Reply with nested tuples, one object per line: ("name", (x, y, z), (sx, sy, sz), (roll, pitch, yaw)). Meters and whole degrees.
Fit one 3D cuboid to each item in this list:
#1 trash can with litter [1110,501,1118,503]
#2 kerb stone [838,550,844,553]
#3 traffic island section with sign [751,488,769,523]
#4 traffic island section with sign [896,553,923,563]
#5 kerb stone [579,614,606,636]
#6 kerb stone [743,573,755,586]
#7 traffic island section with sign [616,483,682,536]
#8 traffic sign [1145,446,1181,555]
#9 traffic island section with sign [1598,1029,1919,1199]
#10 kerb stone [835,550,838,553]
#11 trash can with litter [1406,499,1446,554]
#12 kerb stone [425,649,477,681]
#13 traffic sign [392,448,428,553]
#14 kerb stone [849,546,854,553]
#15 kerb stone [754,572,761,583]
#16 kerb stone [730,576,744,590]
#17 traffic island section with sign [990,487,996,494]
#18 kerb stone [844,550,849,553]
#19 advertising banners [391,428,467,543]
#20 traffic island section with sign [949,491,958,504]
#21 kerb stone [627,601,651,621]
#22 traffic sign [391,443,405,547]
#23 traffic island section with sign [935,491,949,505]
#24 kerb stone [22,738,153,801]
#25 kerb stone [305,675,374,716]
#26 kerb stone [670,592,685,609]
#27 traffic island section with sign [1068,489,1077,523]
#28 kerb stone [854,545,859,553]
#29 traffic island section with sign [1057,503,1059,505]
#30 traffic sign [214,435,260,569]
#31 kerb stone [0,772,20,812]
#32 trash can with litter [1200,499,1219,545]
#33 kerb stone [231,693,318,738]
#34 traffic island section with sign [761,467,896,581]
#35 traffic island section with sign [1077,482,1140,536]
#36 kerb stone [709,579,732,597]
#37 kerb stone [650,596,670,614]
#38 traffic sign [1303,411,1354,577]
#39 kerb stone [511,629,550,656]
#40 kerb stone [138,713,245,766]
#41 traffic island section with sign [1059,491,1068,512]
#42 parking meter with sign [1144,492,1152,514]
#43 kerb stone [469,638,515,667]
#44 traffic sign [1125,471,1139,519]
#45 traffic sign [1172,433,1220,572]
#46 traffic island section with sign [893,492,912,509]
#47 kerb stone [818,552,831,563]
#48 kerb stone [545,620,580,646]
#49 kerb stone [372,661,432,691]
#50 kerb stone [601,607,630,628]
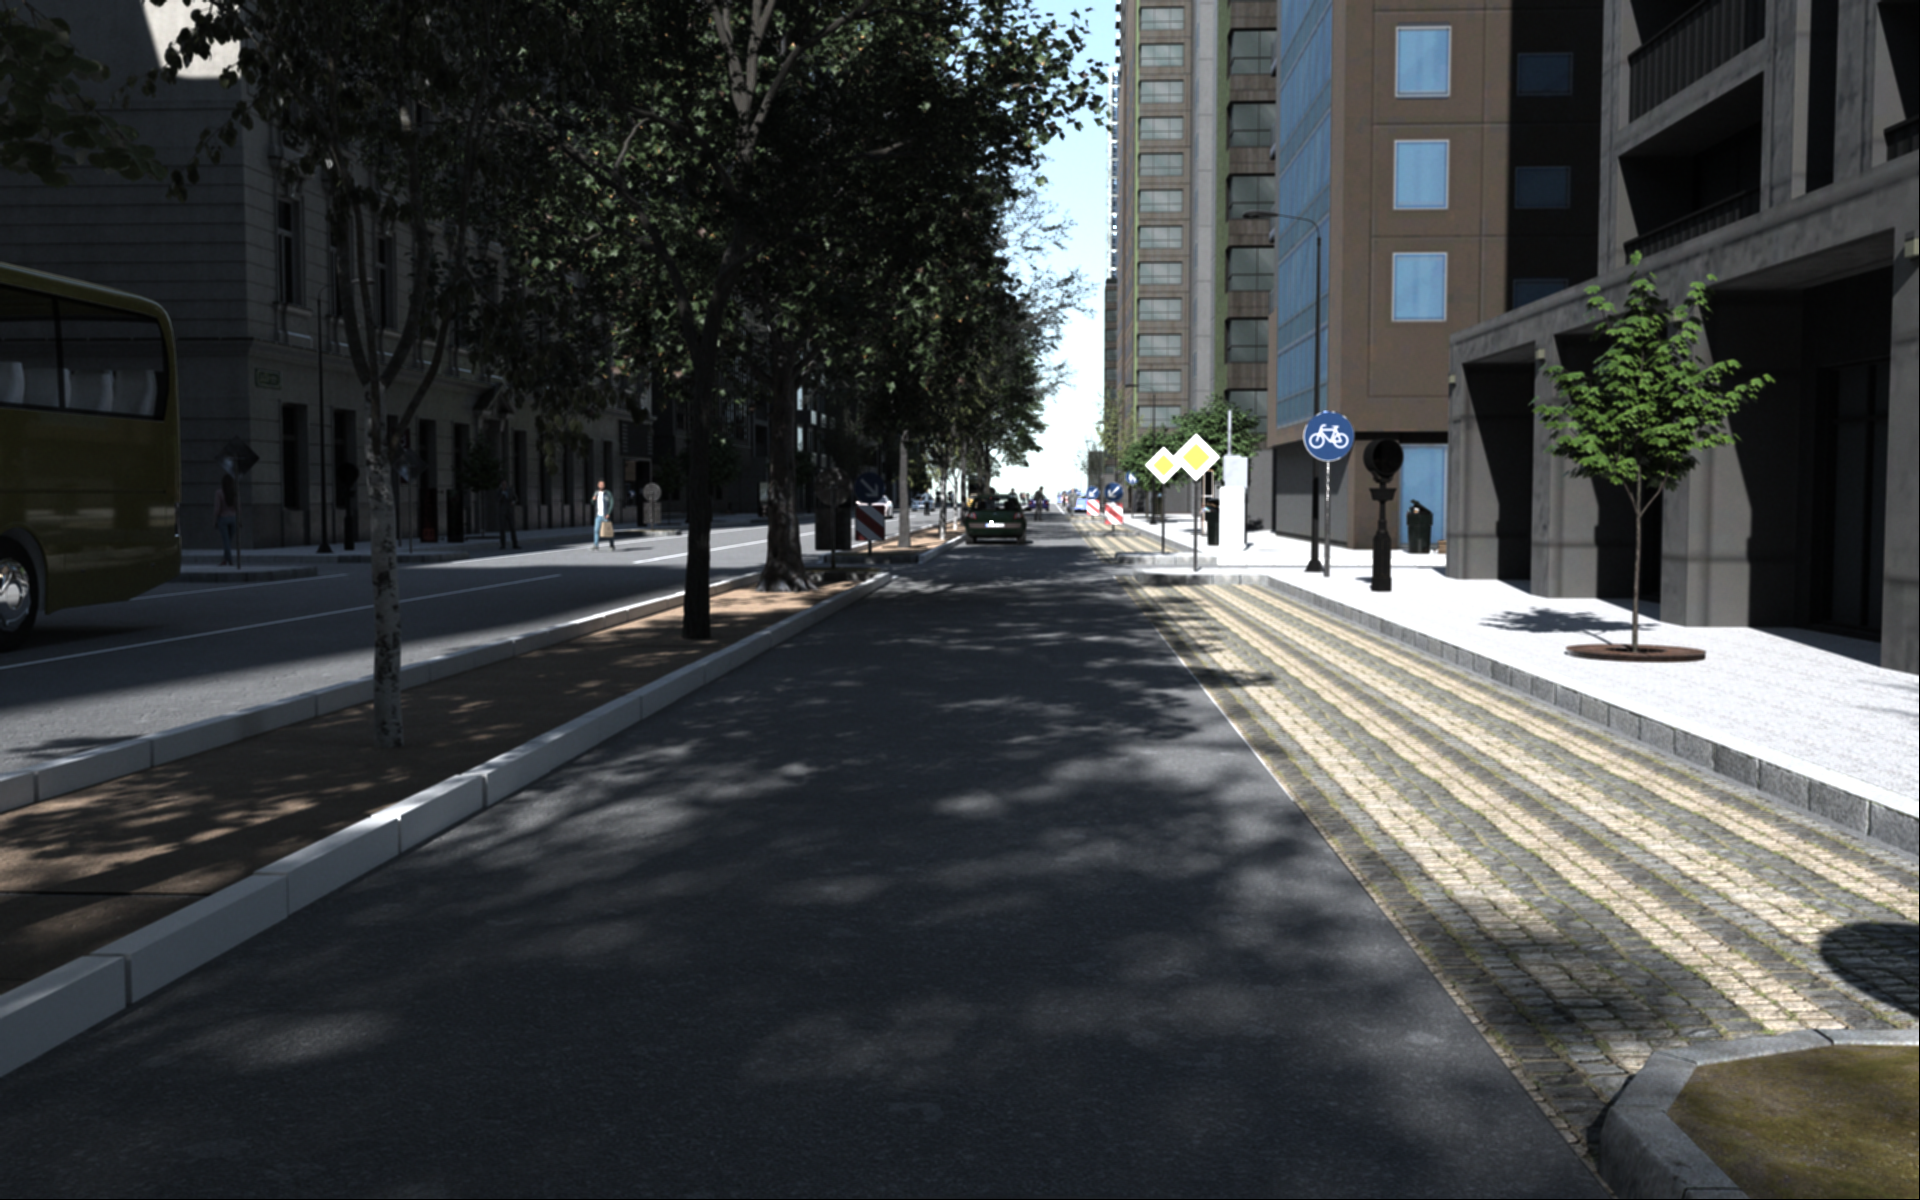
("trash can with litter", (9.883, -6.014, 109.710), (0.624, 1.170, 1.055), (-1, 4, -15))
("kerb stone", (-2.773, -1.011, 38.780), (0.120, 0.150, 1.000), (0, 4, 3))
("traffic island section with sign", (-9.396, -4.798, 87.080), (1.989, 1.847, 2.006), (0, 4, 3))
("traffic island section with sign", (-1.837, -1.743, 36.629), (2.006, 1.907, 1.989), (0, 4, 3))
("kerb stone", (-3.839, 0.274, 17.758), (0.120, 0.150, 1.000), (0, 4, 3))
("kerb stone", (-3.371, -0.293, 26.984), (0.120, 0.150, 1.000), (0, 4, 3))
("traffic island section with sign", (-10.760, -3.152, 60.159), (1.989, 1.847, 2.006), (0, 4, 3))
("traffic sign", (4.294, -2.015, 36.582), (0.795, 2.450, 0.064), (0, 4, 3))
("traffic island section with sign", (2.308, 0.338, 3.097), (1.989, 1.847, 2.006), (0, 4, 3))
("kerb stone", (-2.832, -0.951, 37.754), (0.120, 0.150, 1.000), (0, 4, 3))
("trash can with litter", (10.175, -1.592, 37.415), (1.055, 1.170, 0.624), (1, 4, 12))
("kerb stone", (-4.051, 0.523, 13.646), (0.120, 0.150, 1.000), (0, 4, 3))
("traffic sign", (-11.878, -2.066, 37.418), (0.795, 2.450, 0.064), (0, 4, 3))
("kerb stone", (-2.678, -1.139, 40.826), (0.120, 0.150, 1.000), (0, 4, 3))
("kerb stone", (-3.333, -0.355, 28.007), (0.120, 0.150, 1.000), (0, 4, 3))
("kerb stone", (-3.425, -0.230, 25.961), (0.120, 0.150, 1.000), (0, 4, 3))
("traffic island section with sign", (1.948, -6.333, 111.673), (2.006, 1.907, 1.989), (0, 4, 3))
("kerb stone", (-2.722, -1.073, 39.805), (0.120, 0.150, 1.000), (0, 4, 3))
("advertising banners", (-14.044, -3.035, 45.808), (2.074, 3.025, 0.090), (1, 4, 10))
("traffic island section with sign", (-1.361, -14.525, 246.106), (1.989, 1.847, 2.006), (0, 4, 3))
("kerb stone", (-3.734, 0.146, 19.810), (0.120, 0.150, 1.000), (0, 4, 3))
("traffic sign", (-13.622, -2.572, 42.060), (0.884, 2.594, 0.081), (1, 4, 11))
("traffic island section with sign", (-2.722, -12.878, 219.185), (1.989, 1.847, 2.006), (0, 4, 3))
("kerb stone", (-4.304, 0.836, 8.526), (0.120, 0.150, 1.000), (0, 4, 3))
("kerb stone", (-4.151, 0.648, 11.599), (0.120, 0.150, 1.000), (0, 4, 3))
("kerb stone", (-3.635, 0.029, 21.857), (0.120, 0.150, 1.000), (0, 4, 3))
("traffic island section with sign", (6.511, -4.761, 86.467), (1.989, 1.847, 2.006), (0, 4, 3))
("kerb stone", (-2.626, -1.200, 41.850), (0.120, 0.150, 1.000), (0, 4, 3))
("traffic island section with sign", (10.414, -9.474, 163.525), (1.989, 1.847, 2.006), (0, 4, 3))
("traffic sign", (-12.281, -1.578, 29.443), (0.795, 2.450, 0.064), (0, 4, 3))
("kerb stone", (-4.361, 0.899, 7.499), (0.120, 0.150, 1.000), (0, 4, 3))
("trash can with litter", (6.551, -1.965, 43.515), (0.624, 1.170, 1.055), (3, 5, 43))
("kerb stone", (-4.209, 0.714, 10.574), (0.120, 0.150, 1.000), (0, 4, 3))
("traffic island section with sign", (-2.221, -1.290, 29.232), (2.006, 1.907, 1.989), (0, 4, 3))
("traffic island section with sign", (5.144, -3.114, 59.546), (1.989, 1.847, 2.006), (0, 4, 3))
("kerb stone", (-3.476, -0.161, 24.927), (0.120, 0.150, 1.000), (0, 4, 3))
("kerb stone", (-3.688, 0.085, 20.836), (0.120, 0.150, 1.000), (0, 4, 3))
("traffic sign", (5.684, -1.630, 26.758), (0.768, 2.556, 0.104), (1, 4, 10))
("kerb stone", (-3.941, 0.397, 15.702), (0.120, 0.150, 1.000), (0, 4, 3))
("kerb stone", (-4.247, 0.773, 9.552), (0.120, 0.150, 1.000), (0, 4, 3))
("traffic island section with sign", (9.046, -7.827, 136.604), (1.989, 1.847, 2.006), (0, 4, 3))
("parking meter with sign", (12.360, -6.969, 110.197), (0.543, 3.016, 1.738), (-2, 4, -31))
("kerb stone", (-4.002, 0.460, 14.667), (0.120, 0.150, 1.000), (0, 4, 3))
("traffic sign", (9.006, -5.522, 90.385), (0.768, 2.556, 0.104), (1, 4, 12))
("traffic sign", (3.891, -1.527, 28.608), (0.795, 2.450, 0.064), (0, 4, 3))
("traffic island section with sign", (-5.492, -9.523, 164.335), (1.989, 1.847, 2.006), (0, 4, 3))
("kerb stone", (-2.881, -0.889, 36.734), (0.120, 0.150, 1.000), (0, 4, 3))
("kerb stone", (-3.889, 0.334, 16.736), (0.120, 0.150, 1.000), (0, 4, 3))
("kerb stone", (-4.107, 0.586, 12.622), (0.120, 0.150, 1.000), (0, 4, 3))
("kerb stone", (-3.788, 0.209, 18.783), (0.120, 0.150, 1.000), (0, 4, 3))
